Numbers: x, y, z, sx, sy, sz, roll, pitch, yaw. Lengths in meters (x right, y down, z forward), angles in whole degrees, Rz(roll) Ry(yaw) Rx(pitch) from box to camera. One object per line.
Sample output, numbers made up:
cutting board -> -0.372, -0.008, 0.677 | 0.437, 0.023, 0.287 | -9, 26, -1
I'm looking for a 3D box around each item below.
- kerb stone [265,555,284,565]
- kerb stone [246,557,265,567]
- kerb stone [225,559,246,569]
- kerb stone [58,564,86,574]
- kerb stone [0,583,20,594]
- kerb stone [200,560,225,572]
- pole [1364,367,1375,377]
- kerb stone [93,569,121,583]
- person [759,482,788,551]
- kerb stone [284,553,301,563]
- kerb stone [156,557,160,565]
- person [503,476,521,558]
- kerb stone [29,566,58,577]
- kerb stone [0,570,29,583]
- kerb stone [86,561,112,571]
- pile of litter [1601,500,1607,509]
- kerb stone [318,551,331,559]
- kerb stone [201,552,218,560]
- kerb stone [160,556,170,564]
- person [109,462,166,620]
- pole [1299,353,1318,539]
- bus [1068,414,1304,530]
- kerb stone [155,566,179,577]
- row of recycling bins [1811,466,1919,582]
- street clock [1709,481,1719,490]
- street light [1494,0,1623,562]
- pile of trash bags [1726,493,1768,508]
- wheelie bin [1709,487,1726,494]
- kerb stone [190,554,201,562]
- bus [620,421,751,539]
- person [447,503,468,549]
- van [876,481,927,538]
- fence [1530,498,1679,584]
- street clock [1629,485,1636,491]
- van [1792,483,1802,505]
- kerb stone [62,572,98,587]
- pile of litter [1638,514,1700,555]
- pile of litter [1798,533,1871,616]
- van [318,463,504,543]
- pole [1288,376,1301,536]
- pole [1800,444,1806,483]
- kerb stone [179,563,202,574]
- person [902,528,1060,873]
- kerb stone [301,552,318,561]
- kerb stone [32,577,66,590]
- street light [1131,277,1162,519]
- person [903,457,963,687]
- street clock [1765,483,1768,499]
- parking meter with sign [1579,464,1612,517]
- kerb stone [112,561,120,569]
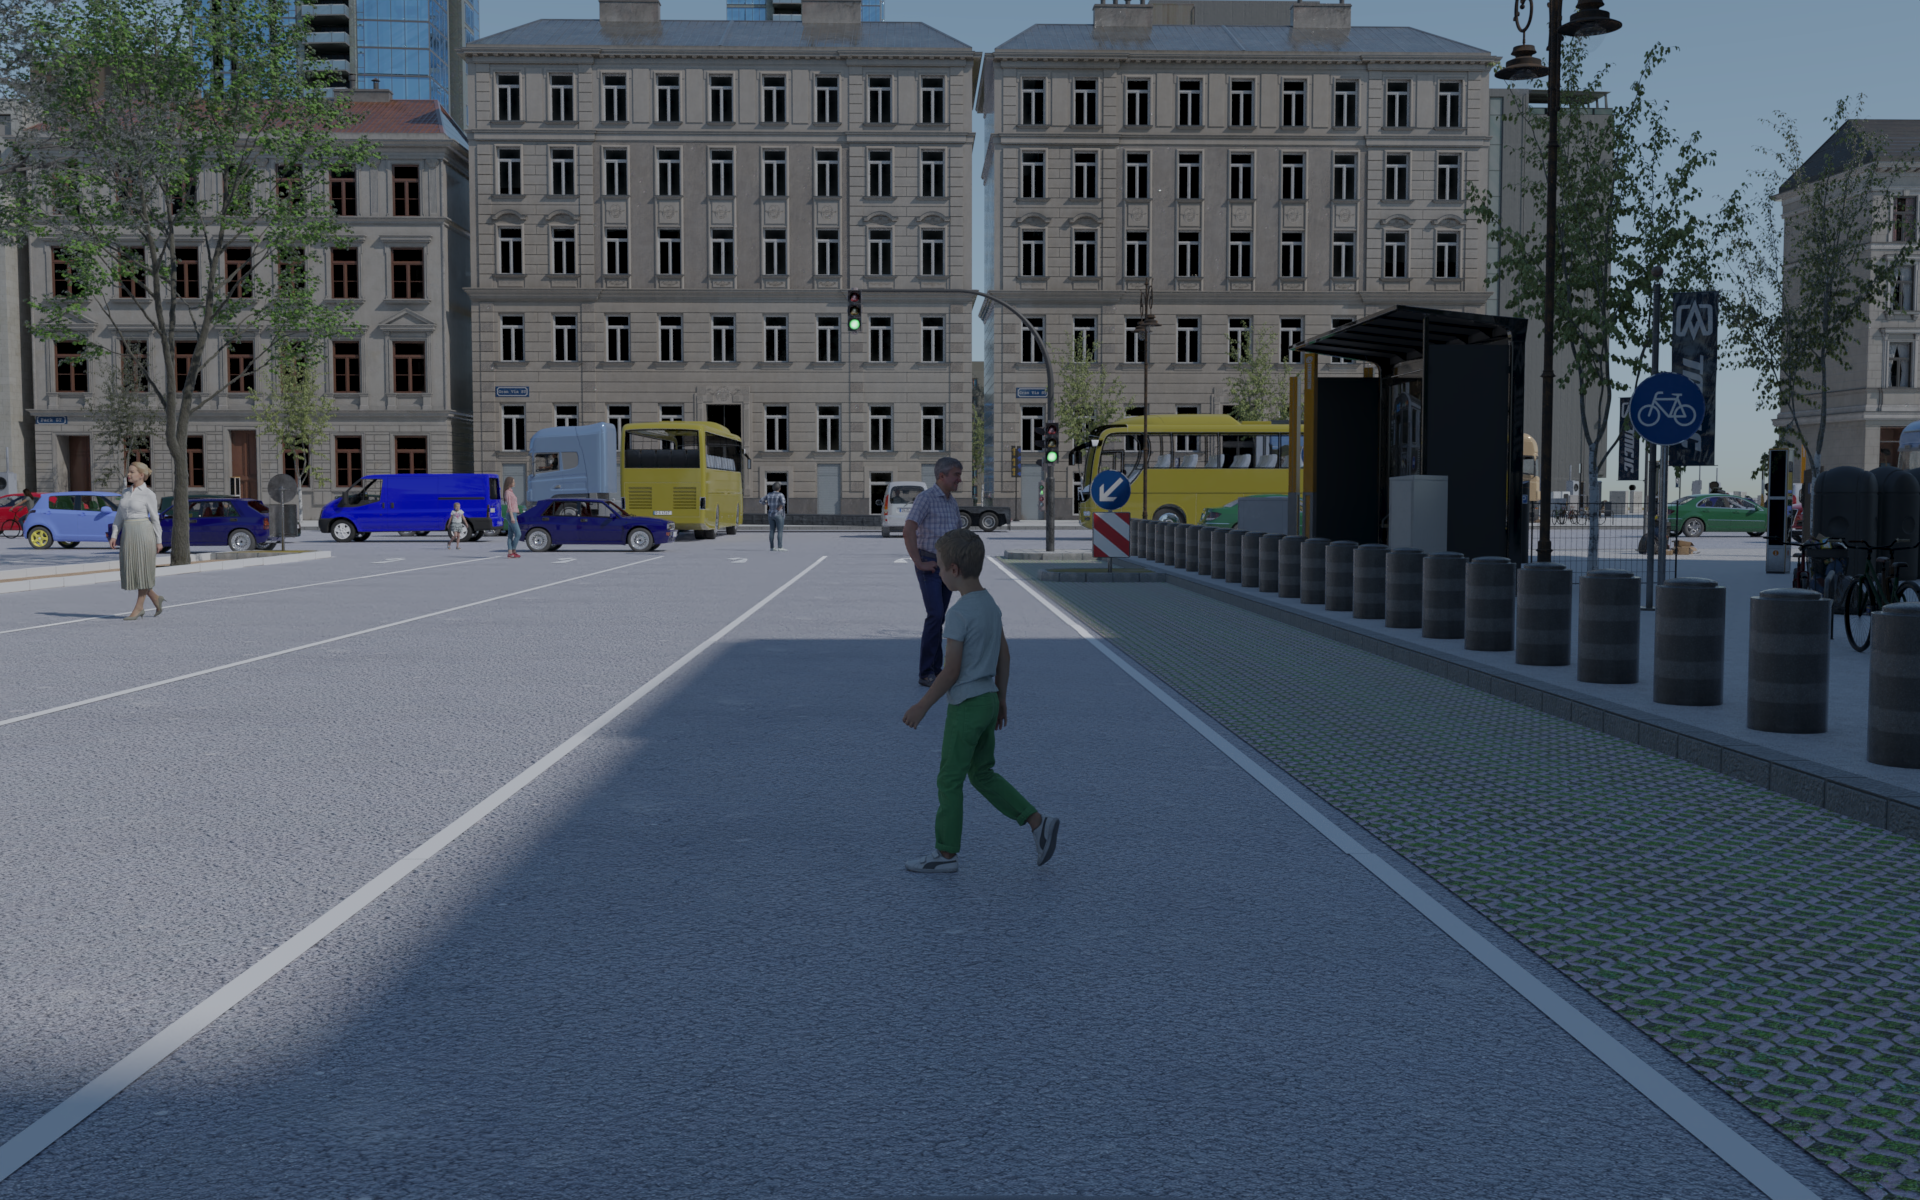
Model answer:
kerb stone -> -14.123, -0.805, 35.435 | 0.120, 0.150, 1.000 | 0, 4, -2
kerb stone -> -14.101, -0.747, 34.403 | 0.120, 0.150, 1.000 | 0, 4, -2
kerb stone -> -14.065, -0.684, 33.371 | 0.120, 0.150, 1.000 | 0, 4, -2
kerb stone -> -16.105, -0.552, 31.226 | 0.120, 0.150, 1.000 | 0, 4, -2
kerb stone -> -13.828, -0.176, 25.148 | 0.120, 0.150, 1.000 | 0, 4, -2
kerb stone -> -14.039, -0.621, 32.345 | 0.120, 0.150, 1.000 | 0, 4, -2
pole -> 6.590, -2.088, 27.980 | 0.158, 3.312, 0.155 | 0, 3, 0
kerb stone -> -13.919, -0.369, 28.227 | 0.120, 0.150, 1.000 | 0, 4, -2
person -> -4.634, -2.098, 43.529 | 0.841, 1.734, 0.376 | 3, 5, 40
kerb stone -> -14.154, -0.872, 36.460 | 0.120, 0.150, 1.000 | 0, 4, -2
kerb stone -> -16.190, -0.736, 34.321 | 0.120, 0.150, 1.000 | 0, 4, -2
person -> -9.977, -1.840, 38.590 | 0.388, 1.821, 0.555 | -1, 4, -21
kerb stone -> -16.076, -0.489, 30.195 | 0.120, 0.150, 1.000 | 0, 4, -2
kerb stone -> -16.037, -0.420, 29.166 | 0.120, 0.150, 1.000 | 0, 4, -2
kerb stone -> -16.144, -0.611, 32.260 | 0.120, 0.150, 1.000 | 0, 4, -2
pile of litter -> 48.852, -7.204, 131.742 | 1.176, 0.858, 1.719 | -1, 4, -16
kerb stone -> -14.221, -0.999, 38.528 | 0.120, 0.150, 1.000 | 0, 4, -2
kerb stone -> -16.293, -0.930, 37.409 | 0.120, 0.150, 1.000 | 0, 4, -2
kerb stone -> -16.231, -0.804, 35.347 | 0.120, 0.150, 1.000 | 0, 4, -2
person -> -9.392, -0.682, 19.883 | 0.478, 1.798, 0.641 | 2, 4, 25
pole -> 5.092, -1.918, 25.196 | 0.158, 3.312, 0.155 | 0, 3, 0
bus -> 9.605, -3.822, 54.041 | 12.252, 3.916, 2.896 | 0, 4, -1
kerb stone -> -13.968, -0.490, 30.286 | 0.120, 0.150, 1.000 | 0, 4, -2
row of recycling bins -> 14.256, -1.167, 26.186 | 3.534, 1.692, 1.069 | -2, 4, -30
street clock -> 42.303, -5.664, 97.182 | 0.471, 2.002, 0.358 | 3, 5, 44
street light -> 4.752, -2.518, 13.952 | 0.468, 5.910, 1.993 | 0, 4, -2
pile of trash bags -> 47.117, -5.736, 103.541 | 1.912, 1.369, 3.447 | -3, 5, -41
wheelie bin -> 35.132, -4.428, 80.307 | 0.980, 1.594, 0.693 | -2, 4, -29
kerb stone -> -16.262, -0.868, 36.383 | 0.120, 0.150, 1.000 | 0, 4, -2
bus -> -8.975, -4.036, 57.543 | 2.896, 3.916, 12.252 | 0, 4, -1
person -> -13.034, -1.921, 44.926 | 0.505, 1.210, 0.382 | -3, 5, -40
van -> -1.806, -3.128, 58.151 | 2.013, 2.044, 4.112 | 0, 4, -3
fence -> 8.632, -0.733, 23.191 | 2.264, 1.192, 0.480 | -1, 4, -9
street clock -> 50.969, -7.754, 131.340 | 0.358, 2.002, 0.471 | -3, 4, -39
van -> 33.837, -3.678, 67.140 | 4.112, 2.044, 2.013 | 0, 4, -2
kerb stone -> -13.883, -0.303, 27.201 | 0.120, 0.150, 1.000 | 0, 4, -2
pile of litter -> 15.195, -1.407, 36.968 | 1.719, 0.858, 1.176 | -2, 4, -25
pile of litter -> 9.672, -0.304, 18.943 | 1.176, 0.858, 1.719 | 0, 4, 5
van -> -16.471, -2.907, 51.908 | 5.245, 2.365, 2.240 | 0, 4, -3
pole -> 5.823, -2.221, 30.164 | 0.158, 3.312, 0.155 | 0, 3, 0
pole -> 34.662, -4.734, 71.244 | 0.158, 3.312, 0.155 | 0, 3, 0
kerb stone -> -14.011, -0.553, 31.312 | 0.120, 0.150, 1.000 | 0, 4, -2
person -> 0.082, 0.379, 6.547 | 0.590, 1.304, 0.306 | 0, 4, 5
kerb stone -> -14.192, -0.936, 37.494 | 0.120, 0.150, 1.000 | 0, 4, -2
kerb stone -> -13.857, -0.243, 26.175 | 0.120, 0.150, 1.000 | 0, 4, -2
street light -> 3.980, -3.936, 37.141 | 0.468, 5.910, 1.993 | 0, 4, -2
person -> -0.121, -0.222, 13.071 | 0.436, 1.711, 0.756 | 3, 5, 41
street clock -> 52.146, -6.558, 111.800 | 0.471, 2.002, 0.358 | 1, 4, 13
parking meter with sign -> 36.211, -6.266, 98.703 | 1.738, 3.016, 0.543 | 1, 4, 14
kerb stone -> -16.172, -0.679, 33.290 | 0.120, 0.150, 1.000 | 0, 4, -2
